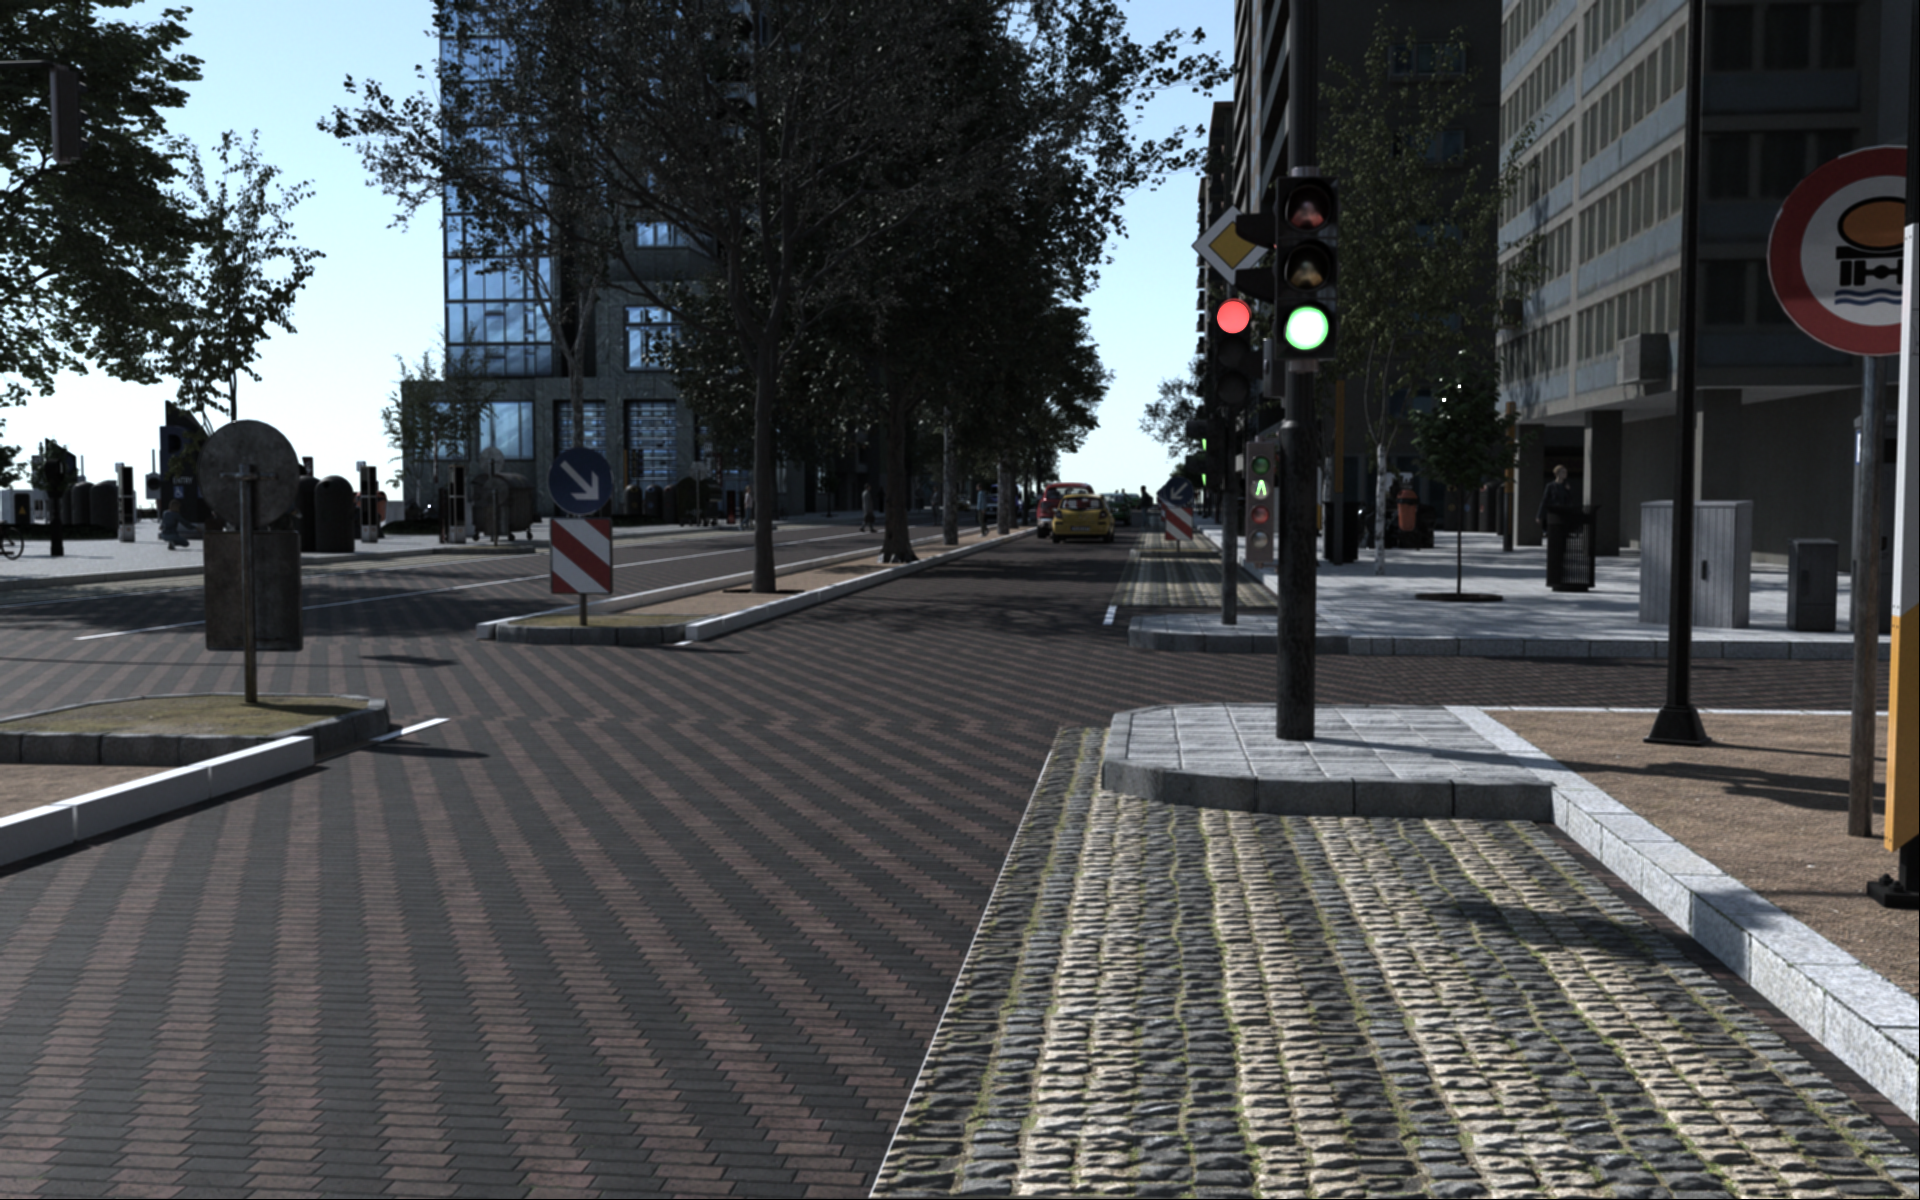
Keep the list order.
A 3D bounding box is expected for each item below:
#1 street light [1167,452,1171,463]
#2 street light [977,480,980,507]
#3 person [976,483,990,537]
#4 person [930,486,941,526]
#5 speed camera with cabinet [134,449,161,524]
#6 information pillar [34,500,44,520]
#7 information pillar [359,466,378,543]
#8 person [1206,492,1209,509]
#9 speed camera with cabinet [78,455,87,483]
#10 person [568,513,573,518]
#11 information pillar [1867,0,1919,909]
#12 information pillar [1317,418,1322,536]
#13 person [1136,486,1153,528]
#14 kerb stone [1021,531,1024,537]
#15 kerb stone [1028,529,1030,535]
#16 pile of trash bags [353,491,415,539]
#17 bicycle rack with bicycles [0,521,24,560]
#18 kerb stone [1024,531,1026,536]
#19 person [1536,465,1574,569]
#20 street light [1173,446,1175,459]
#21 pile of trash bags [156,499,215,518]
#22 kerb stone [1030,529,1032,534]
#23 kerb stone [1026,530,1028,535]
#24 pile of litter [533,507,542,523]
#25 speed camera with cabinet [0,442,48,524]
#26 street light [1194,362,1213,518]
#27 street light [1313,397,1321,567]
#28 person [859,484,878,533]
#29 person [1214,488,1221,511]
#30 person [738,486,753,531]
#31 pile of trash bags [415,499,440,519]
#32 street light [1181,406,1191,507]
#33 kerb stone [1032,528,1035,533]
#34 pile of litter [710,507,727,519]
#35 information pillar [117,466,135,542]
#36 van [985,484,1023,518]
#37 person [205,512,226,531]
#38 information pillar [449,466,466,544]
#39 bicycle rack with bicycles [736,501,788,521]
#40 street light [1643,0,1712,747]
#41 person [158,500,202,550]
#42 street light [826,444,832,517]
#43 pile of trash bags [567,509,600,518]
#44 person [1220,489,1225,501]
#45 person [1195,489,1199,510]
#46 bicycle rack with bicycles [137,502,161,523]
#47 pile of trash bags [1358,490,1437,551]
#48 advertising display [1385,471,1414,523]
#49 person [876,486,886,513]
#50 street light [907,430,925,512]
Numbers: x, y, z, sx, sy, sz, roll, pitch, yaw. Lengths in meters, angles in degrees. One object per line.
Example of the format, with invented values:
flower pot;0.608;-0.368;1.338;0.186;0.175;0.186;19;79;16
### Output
street light;20.985;-11.910;167.270;1.470;5.913;1.316;0;4;6
street light;2.519;-12.570;178.052;1.470;5.913;1.316;0;4;6
person;0.763;-2.990;57.737;0.444;1.785;0.601;1;4;19
person;-1.114;-4.198;77.412;0.520;1.790;0.573;1;4;16
speed camera with cabinet;-35.887;-4.964;75.504;2.038;3.252;0.660;-2;4;-24
information pillar;-46.452;-5.066;87.323;0.304;2.012;0.304;0;4;4
information pillar;-15.612;-2.523;45.735;0.304;2.012;0.304;1;4;22
person;21.377;-8.723;149.594;0.756;1.711;0.436;-2;4;-31
speed camera with cabinet;-44.659;-5.732;88.055;0.660;3.252;2.038;-1;4;-16
person;-13.430;-3.348;60.890;0.767;1.812;0.694;1;4;13
information pillar;3.131;-0.853;5.295;0.504;3.616;0.183;1;4;12
information pillar;10.721;-3.735;52.418;0.504;3.616;0.183;1;4;8
person;7.660;-3.858;71.921;0.721;1.781;0.623;1;4;9
kerb stone;1.913;-2.134;57.093;0.120;0.150;1.000;0;4;6
kerb stone;2.260;-2.321;60.144;0.120;0.150;1.000;0;4;6
pile of trash bags;-17.740;-2.505;50.717;1.912;1.369;3.447;1;4;8
bicycle rack with bicycles;-20.037;-1.227;33.443;2.925;0.926;2.852;2;4;28
kerb stone;2.040;-2.197;58.112;0.120;0.150;1.000;0;4;6
person;10.252;-1.427;29.801;0.576;1.772;0.534;-2;4;-27
street light;17.555;-9.997;135.997;1.470;5.913;1.316;0;4;6
pile of trash bags;-37.938;-4.642;85.643;3.447;1.369;1.912;-1;4;-23
kerb stone;2.373;-2.375;61.160;0.120;0.150;1.000;0;4;6
kerb stone;2.147;-2.259;59.128;0.120;0.150;1.000;0;4;6
pile of litter;-19.465;-3.888;77.535;1.719;0.858;1.176;-2;4;-32
speed camera with cabinet;-34.808;-4.309;64.793;0.660;3.252;2.038;1;4;23
street light;9.017;-5.400;60.838;1.470;5.913;1.316;0;4;6
street light;5.673;-3.549;30.566;1.470;5.913;1.316;0;4;6
person;-3.403;-3.423;64.564;0.767;1.812;0.694;-1;4;-16
person;19.394;-7.539;130.132;1.217;1.723;0.721;-3;4;-38
person;-8.255;-3.512;66.596;0.598;1.740;0.731;-1;4;-16
pile of trash bags;-22.347;-3.596;68.542;1.912;1.369;3.447;3;4;36
street light;12.405;-7.262;91.272;1.470;5.913;1.316;0;4;6
kerb stone;2.491;-2.444;62.182;0.120;0.150;1.000;0;4;6
pile of litter;-12.834;-4.675;90.398;1.719;0.858;1.176;1;4;15
information pillar;-22.279;-2.556;46.276;0.304;2.012;0.304;-3;5;-44
van;2.827;-6.313;107.608;2.240;2.365;5.245;0;4;5
person;-18.437;-2.282;43.314;0.822;1.834;0.622;-1;4;-19
information pillar;-12.978;-2.460;44.719;0.304;2.012;0.304;-3;5;-43
bicycle rack with bicycles;-9.921;-4.313;83.897;2.852;0.926;2.925;-2;4;-27
street light;3.175;-2.221;8.847;1.470;5.913;1.316;0;4;6
person;-18.183;-1.742;40.021;1.012;1.151;0.738;1;4;17
street light;-6.672;-7.499;95.154;1.470;5.913;1.316;0;4;6
pile of trash bags;-16.682;-4.207;78.531;1.912;1.369;3.447;0;4;0
person;19.154;-7.256;126.144;0.593;1.643;0.415;-3;5;-44
person;19.650;-8.404;143.973;0.721;1.766;1.217;0;4;4
bicycle rack with bicycles;-37.574;-3.997;78.734;2.852;0.926;2.925;1;4;23
pile of trash bags;10.257;-1.895;40.736;1.912;1.369;3.447;0;4;3
advertising display;12.107;-2.619;48.027;0.974;1.923;0.123;-1;4;-11
person;-5.360;-6.894;118.901;0.705;1.807;1.348;2;4;34
street light;-3.221;-9.411;126.406;1.470;5.913;1.316;0;4;6
